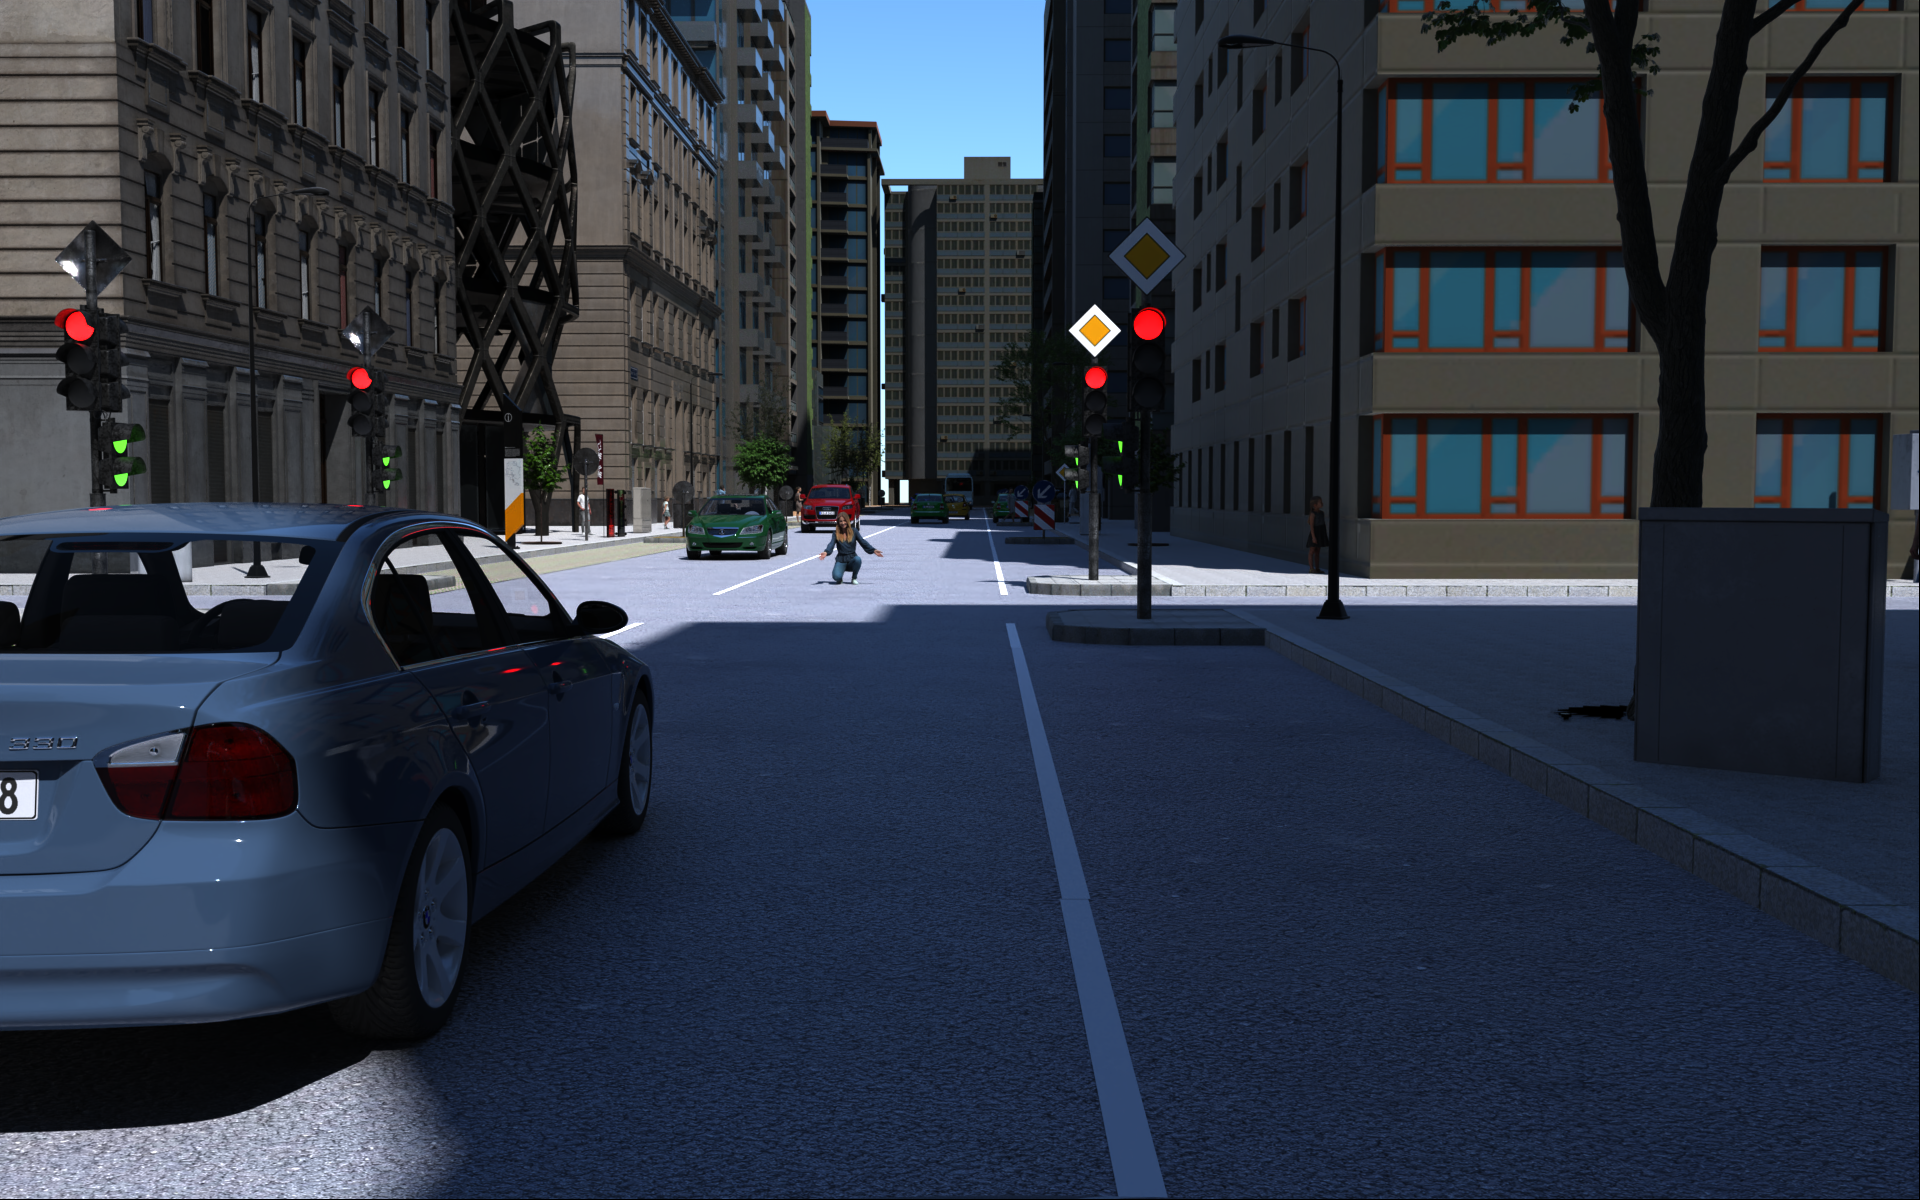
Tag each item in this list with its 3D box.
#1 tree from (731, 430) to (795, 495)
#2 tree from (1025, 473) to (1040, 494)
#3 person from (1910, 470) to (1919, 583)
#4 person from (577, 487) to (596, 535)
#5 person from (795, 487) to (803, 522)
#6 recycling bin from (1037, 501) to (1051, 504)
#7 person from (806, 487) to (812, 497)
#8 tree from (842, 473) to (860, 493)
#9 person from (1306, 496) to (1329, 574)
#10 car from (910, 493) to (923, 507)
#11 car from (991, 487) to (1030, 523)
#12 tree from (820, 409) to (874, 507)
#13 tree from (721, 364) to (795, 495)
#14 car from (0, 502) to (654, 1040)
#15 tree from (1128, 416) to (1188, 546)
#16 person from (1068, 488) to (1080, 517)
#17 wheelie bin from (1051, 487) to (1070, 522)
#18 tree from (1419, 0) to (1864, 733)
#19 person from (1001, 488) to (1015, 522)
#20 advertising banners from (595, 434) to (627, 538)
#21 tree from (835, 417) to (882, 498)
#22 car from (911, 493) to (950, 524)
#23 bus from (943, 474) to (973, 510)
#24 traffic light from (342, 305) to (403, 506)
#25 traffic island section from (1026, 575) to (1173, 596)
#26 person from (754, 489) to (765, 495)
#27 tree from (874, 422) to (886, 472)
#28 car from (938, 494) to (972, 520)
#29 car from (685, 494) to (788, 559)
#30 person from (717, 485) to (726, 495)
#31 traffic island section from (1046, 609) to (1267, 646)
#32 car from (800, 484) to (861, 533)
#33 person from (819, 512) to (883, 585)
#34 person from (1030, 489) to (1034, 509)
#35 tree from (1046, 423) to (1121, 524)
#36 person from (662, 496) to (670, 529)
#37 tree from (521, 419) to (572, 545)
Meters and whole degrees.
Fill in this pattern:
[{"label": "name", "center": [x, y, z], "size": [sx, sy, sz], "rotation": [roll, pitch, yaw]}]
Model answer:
[{"label": "tree", "center": [-10.071, -6.432, 88.881], "size": [4.285, 4.588, 4.351], "rotation": [0, 3, 0]}, {"label": "tree", "center": [6.677, -9.841, 155.509], "size": [1.663, 3.219, 1.824], "rotation": [0, 3, 0]}, {"label": "person", "center": [7.370, -0.407, 12.787], "size": [0.616, 1.811, 0.778], "rotation": [3, 4, 36]}, {"label": "person", "center": [-11.671, -2.773, 53.979], "size": [0.523, 1.515, 0.503], "rotation": [1, 4, 9]}, {"label": "person", "center": [-7.476, -4.415, 81.022], "size": [0.374, 1.781, 0.599], "rotation": [-2, 4, -33]}, {"label": "recycling bin", "center": [4.765, -5.107, 96.057], "size": [0.722, 1.027, 0.722], "rotation": [-2, 4, -28]}, {"label": "person", "center": [-10.715, -7.314, 125.722], "size": [1.348, 1.812, 0.705], "rotation": [-3, 5, -41]}, {"label": "tree", "center": [-9.761, -9.906, 156.571], "size": [1.663, 3.219, 1.824], "rotation": [0, 3, 0]}, {"label": "person", "center": [5.787, -1.054, 27.939], "size": [0.362, 1.253, 0.373], "rotation": [-2, 4, -35]}, {"label": "car", "center": [-3.809, -9.662, 167.564], "size": [1.945, 1.707, 3.694], "rotation": [0, 4, 1]}, {"label": "car", "center": [2.539, -4.768, 86.745], "size": [1.959, 1.807, 4.718], "rotation": [0, 3, 0]}, {"label": "tree", "center": [-10.467, -12.280, 151.133], "size": [4.737, 8.622, 4.395], "rotation": [0, 3, 0]}, {"label": "tree", "center": [-11.101, -9.024, 97.903], "size": [4.360, 8.622, 3.978], "rotation": [0, 3, 0]}, {"label": "car", "center": [-2.223, 0.376, 5.847], "size": [2.014, 1.417, 4.499], "rotation": [0, 4, 0]}, {"label": "tree", "center": [4.821, -2.960, 42.992], "size": [1.663, 3.219, 1.824], "rotation": [0, 3, 0]}, {"label": "person", "center": [6.227, -5.447, 94.987], "size": [0.818, 1.842, 0.514], "rotation": [1, 4, 22]}, {"label": "wheelie bin", "center": [4.531, -4.316, 78.468], "size": [0.693, 1.594, 0.980], "rotation": [-3, 4, -38]}, {"label": "tree", "center": [3.872, -5.112, 9.343], "size": [9.928, 11.665, 9.643], "rotation": [0, 3, 0]}, {"label": "person", "center": [2.307, -4.330, 80.041], "size": [0.760, 1.731, 0.466], "rotation": [-1, 4, -8]}, {"label": "advertising banners", "center": [-10.336, -3.367, 51.233], "size": [0.090, 3.025, 2.074], "rotation": [1, 4, 13]}, {"label": "tree", "center": [-9.426, -13.010, 163.072], "size": [4.360, 8.622, 3.978], "rotation": [0, 3, 0]}, {"label": "car", "center": [-1.467, -4.689, 85.466], "size": [1.959, 1.807, 4.718], "rotation": [0, 4, 1]}, {"label": "bus", "center": [-0.132, -10.213, 161.842], "size": [2.948, 3.499, 13.247], "rotation": [0, 4, 0]}, {"label": "traffic light", "center": [-8.789, -2.257, 25.815], "size": [0.839, 4.253, 0.868], "rotation": [0, 4, 1]}, {"label": "traffic island section", "center": [2.012, -0.216, 25.819], "size": [2.009, 0.180, 2.903], "rotation": [0, 4, 1]}, {"label": "person", "center": [-11.646, -5.783, 100.688], "size": [0.679, 1.850, 0.850], "rotation": [-2, 4, -29]}, {"label": "tree", "center": [-9.334, -13.874, 177.196], "size": [4.737, 8.622, 4.395], "rotation": [0, 3, 0]}, {"label": "car", "center": [-0.331, -5.302, 96.911], "size": [2.015, 1.641, 3.980], "rotation": [0, 4, 2]}, {"label": "car", "center": [-5.044, -1.697, 39.549], "size": [2.131, 1.459, 4.920], "rotation": [0, 4, 2]}, {"label": "person", "center": [-13.172, -5.432, 95.116], "size": [0.793, 1.790, 0.793], "rotation": [1, 4, 12]}, {"label": "traffic island section", "center": [1.918, 0.272, 17.834], "size": [2.009, 0.180, 2.903], "rotation": [0, 4, 1]}, {"label": "car", "center": [-4.867, -3.474, 65.478], "size": [2.281, 1.827, 5.304], "rotation": [0, 4, -1]}, {"label": "person", "center": [-1.716, -0.825, 27.481], "size": [1.012, 1.151, 0.738], "rotation": [0, 4, -1]}, {"label": "person", "center": [6.074, -8.608, 147.501], "size": [0.721, 1.735, 1.217], "rotation": [1, 4, 11]}, {"label": "tree", "center": [5.418, -5.618, 75.572], "size": [4.285, 4.588, 4.351], "rotation": [0, 3, 0]}, {"label": "person", "center": [-10.806, -3.196, 63.318], "size": [0.382, 1.210, 0.505], "rotation": [-3, 4, -38]}, {"label": "tree", "center": [-10.655, -3.049, 44.445], "size": [1.663, 3.219, 1.824], "rotation": [0, 3, 0]}]
